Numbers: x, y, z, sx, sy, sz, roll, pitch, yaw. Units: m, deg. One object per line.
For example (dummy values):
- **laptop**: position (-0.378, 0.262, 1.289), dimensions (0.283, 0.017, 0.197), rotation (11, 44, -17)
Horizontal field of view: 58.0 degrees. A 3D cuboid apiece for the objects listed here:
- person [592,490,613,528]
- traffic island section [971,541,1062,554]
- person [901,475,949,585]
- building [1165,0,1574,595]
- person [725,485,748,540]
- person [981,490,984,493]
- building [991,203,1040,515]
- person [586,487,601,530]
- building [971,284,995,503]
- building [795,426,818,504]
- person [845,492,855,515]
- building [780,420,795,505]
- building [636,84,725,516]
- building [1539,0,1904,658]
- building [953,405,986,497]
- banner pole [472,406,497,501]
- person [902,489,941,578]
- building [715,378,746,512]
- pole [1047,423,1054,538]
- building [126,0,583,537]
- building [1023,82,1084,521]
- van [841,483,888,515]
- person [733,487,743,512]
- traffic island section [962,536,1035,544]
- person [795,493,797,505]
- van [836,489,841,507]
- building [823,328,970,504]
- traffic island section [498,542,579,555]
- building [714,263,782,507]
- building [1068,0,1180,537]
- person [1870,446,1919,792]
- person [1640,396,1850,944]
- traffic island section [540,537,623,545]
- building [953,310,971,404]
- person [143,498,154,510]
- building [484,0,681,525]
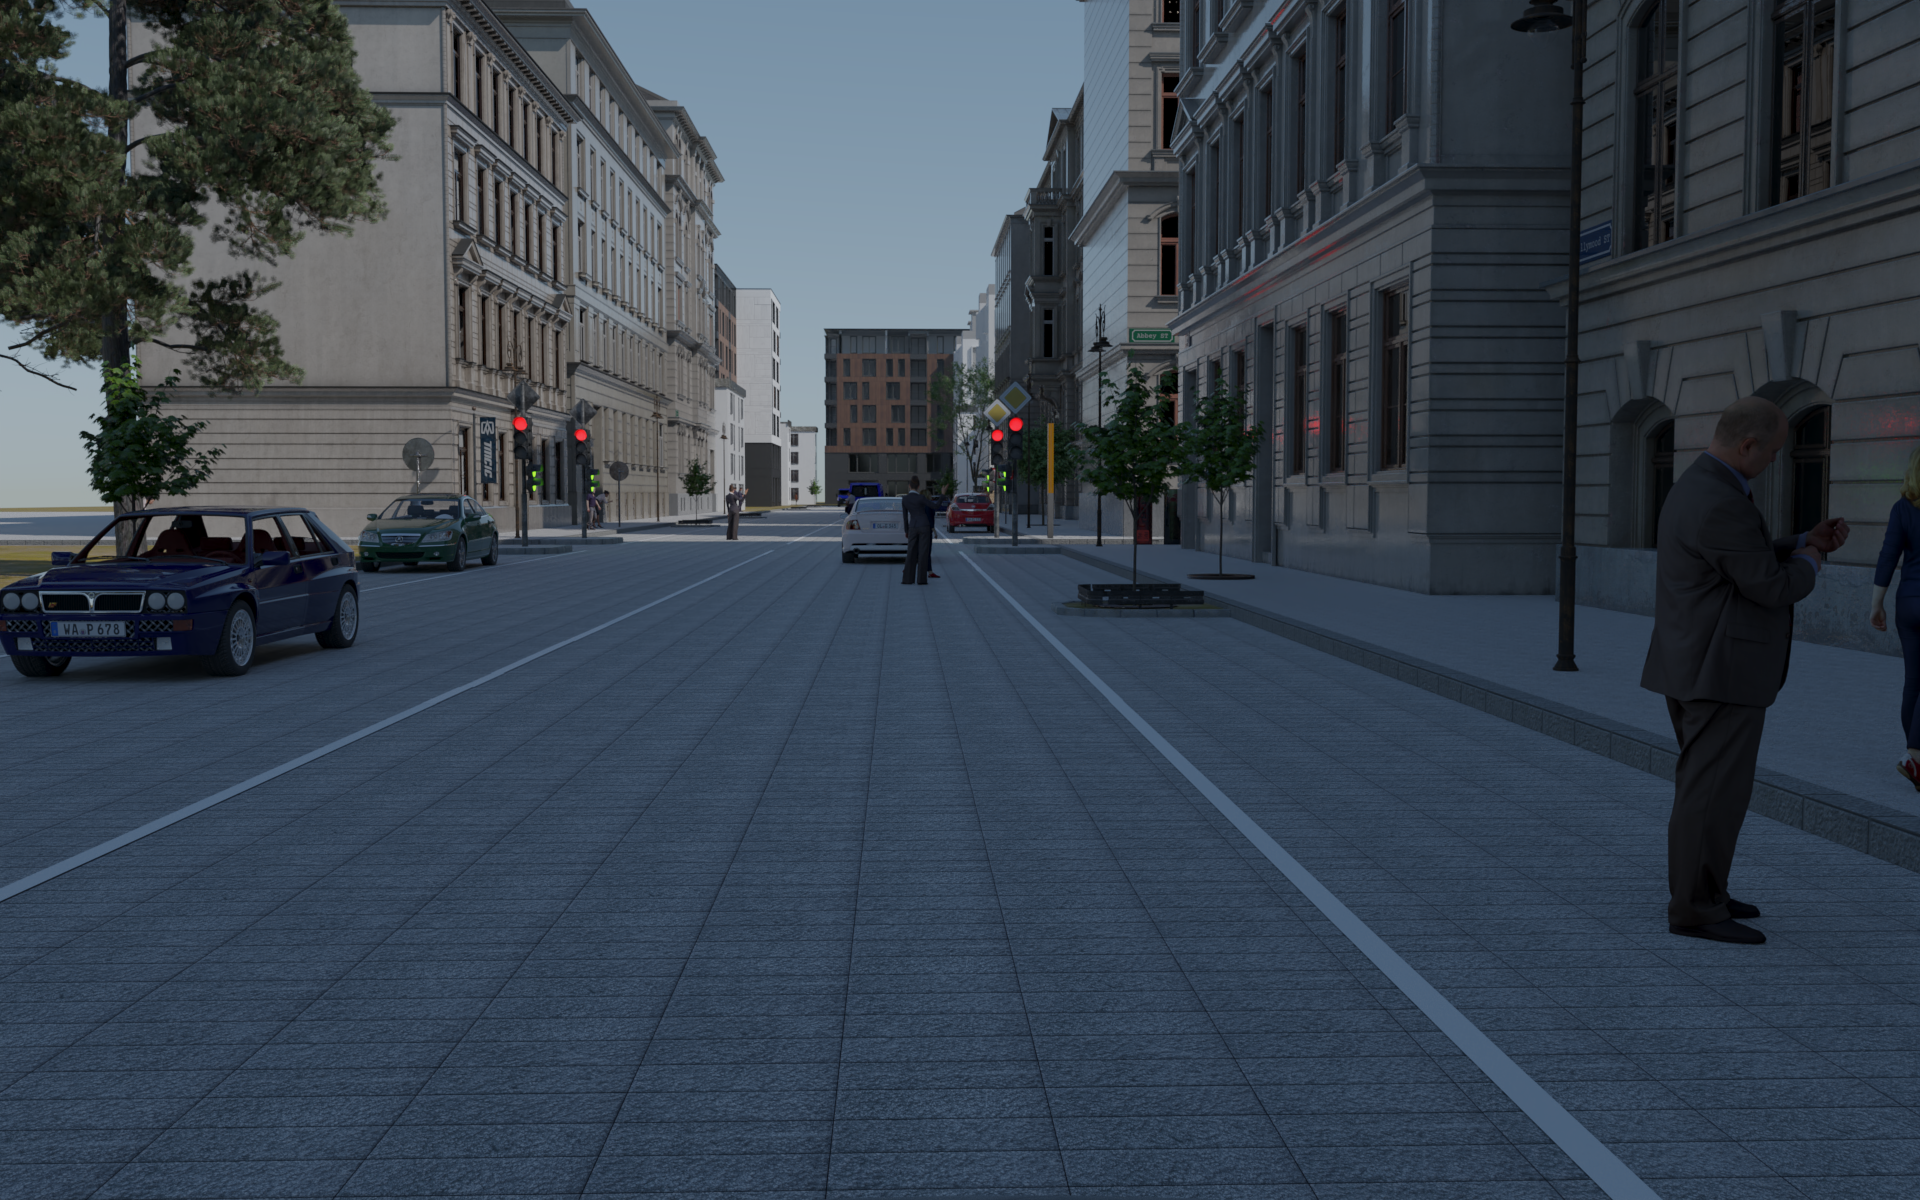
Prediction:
- **person**: position (-13.591, -3.443, 65.525), dimensions (0.628, 1.438, 0.799), rotation (1, 4, 22)
- **traffic island section**: position (1.377, -1.253, 42.766), dimensions (2.009, 0.180, 2.903), rotation (0, 4, -2)
- **person**: position (-0.559, -1.108, 27.422), dimensions (0.742, 1.727, 0.445), rotation (0, 4, -7)
- **building**: position (10.557, -11.925, 31.133), dimensions (11.583, 22.565, 21.152), rotation (0, 4, -2)
- **person**: position (-6.946, -2.731, 53.960), dimensions (0.742, 1.727, 0.445), rotation (0, 4, 0)
- **person**: position (1.455, -5.871, 104.242), dimensions (0.569, 1.553, 0.471), rotation (2, 4, 34)
- **building**: position (7.409, -16.359, 116.620), dimensions (9.793, 20.994, 18.267), rotation (0, 4, -2)
- **person**: position (-13.061, -3.253, 61.440), dimensions (0.569, 1.553, 0.471), rotation (-3, 4, -38)
- **building**: position (9.407, -17.595, 144.091), dimensions (16.016, 20.091, 11.380), rotation (0, 4, -2)
- **building**: position (-31.843, -16.672, 214.740), dimensions (28.070, 9.664, 9.099), rotation (0, 4, -2)
- **person**: position (-5.570, -4.719, 87.873), dimensions (0.614, 1.554, 0.590), rotation (-3, 5, -43)
- **building**: position (-33.367, -15.524, 195.961), dimensions (28.070, 9.664, 9.099), rotation (0, 4, -2)
- **building**: position (-23.111, -19.820, 111.445), dimensions (14.401, 28.519, 23.554), rotation (0, 4, -2)
- **building**: position (12.859, -11.264, 3.247), dimensions (14.460, 24.649, 34.723), rotation (0, 4, -2)
- **building**: position (4.201, -13.571, 164.025), dimensions (9.099, 9.664, 28.070), rotation (0, 4, -2)
- **banner pole**: position (-13.627, -3.636, 49.472), dimensions (0.863, 3.779, 0.401), rotation (0, 4, 3)
- **person**: position (-0.653, -1.132, 29.547), dimensions (0.613, 1.512, 0.480), rotation (-2, 4, -23)
- **building**: position (-21.773, -12.075, 139.575), dimensions (9.099, 9.664, 28.070), rotation (0, 4, -2)
- **pole**: position (2.612, -3.436, 50.016), dimensions (0.158, 3.312, 0.155), rotation (0, 3, 0)
- **building**: position (-19.992, -11.938, 59.816), dimensions (10.561, 19.102, 19.286), rotation (0, 4, -2)
- **building**: position (10.614, -16.579, 90.158), dimensions (14.460, 24.649, 34.723), rotation (0, 4, -2)
- **van**: position (-5.190, -5.642, 96.636), dimensions (2.240, 2.365, 5.245), rotation (0, 4, 0)
- **person**: position (-15.223, -6.742, 116.727), dimensions (0.683, 1.767, 0.568), rotation (1, 4, 14)
- **traffic island section**: position (1.098, -1.741, 50.746), dimensions (2.009, 0.180, 2.903), rotation (0, 4, -2)
- **person**: position (-18.742, -11.580, 198.642), dimensions (0.557, 1.426, 1.065), rotation (0, 4, -4)
- **van**: position (-12.691, -11.547, 193.179), dimensions (2.240, 2.365, 5.245), rotation (0, 4, -3)
- **building**: position (-0.831, -23.277, 224.558), dimensions (32.646, 21.610, 27.936), rotation (0, 4, -2)
- **traffic island section**: position (-10.657, -1.228, 42.352), dimensions (2.009, 0.180, 2.903), rotation (0, 4, -2)
- **building**: position (-32.584, -19.909, 169.490), dimensions (27.936, 21.610, 32.646), rotation (0, 4, -2)
- **building**: position (15.791, -16.531, 57.670), dimensions (23.554, 28.519, 14.401), rotation (0, 4, -2)
- **person**: position (4.263, 0.061, 7.589), dimensions (0.480, 1.512, 0.613), rotation (1, 4, 22)
- **person**: position (2.541, 0.218, 5.624), dimensions (0.600, 1.739, 0.565), rotation (-1, 4, -12)
- **traffic island section**: position (-10.936, -1.716, 50.332), dimensions (2.009, 0.180, 2.903), rotation (0, 4, -2)
- **building**: position (7.401, -20.006, 183.517), dimensions (16.016, 20.091, 11.380), rotation (0, 4, -2)
- **person**: position (-21.196, -2.024, 44.777), dimensions (0.628, 1.438, 0.799), rotation (3, 4, 37)
- **building**: position (-23.523, -15.372, 84.623), dimensions (16.112, 22.955, 30.059), rotation (0, 4, -2)
